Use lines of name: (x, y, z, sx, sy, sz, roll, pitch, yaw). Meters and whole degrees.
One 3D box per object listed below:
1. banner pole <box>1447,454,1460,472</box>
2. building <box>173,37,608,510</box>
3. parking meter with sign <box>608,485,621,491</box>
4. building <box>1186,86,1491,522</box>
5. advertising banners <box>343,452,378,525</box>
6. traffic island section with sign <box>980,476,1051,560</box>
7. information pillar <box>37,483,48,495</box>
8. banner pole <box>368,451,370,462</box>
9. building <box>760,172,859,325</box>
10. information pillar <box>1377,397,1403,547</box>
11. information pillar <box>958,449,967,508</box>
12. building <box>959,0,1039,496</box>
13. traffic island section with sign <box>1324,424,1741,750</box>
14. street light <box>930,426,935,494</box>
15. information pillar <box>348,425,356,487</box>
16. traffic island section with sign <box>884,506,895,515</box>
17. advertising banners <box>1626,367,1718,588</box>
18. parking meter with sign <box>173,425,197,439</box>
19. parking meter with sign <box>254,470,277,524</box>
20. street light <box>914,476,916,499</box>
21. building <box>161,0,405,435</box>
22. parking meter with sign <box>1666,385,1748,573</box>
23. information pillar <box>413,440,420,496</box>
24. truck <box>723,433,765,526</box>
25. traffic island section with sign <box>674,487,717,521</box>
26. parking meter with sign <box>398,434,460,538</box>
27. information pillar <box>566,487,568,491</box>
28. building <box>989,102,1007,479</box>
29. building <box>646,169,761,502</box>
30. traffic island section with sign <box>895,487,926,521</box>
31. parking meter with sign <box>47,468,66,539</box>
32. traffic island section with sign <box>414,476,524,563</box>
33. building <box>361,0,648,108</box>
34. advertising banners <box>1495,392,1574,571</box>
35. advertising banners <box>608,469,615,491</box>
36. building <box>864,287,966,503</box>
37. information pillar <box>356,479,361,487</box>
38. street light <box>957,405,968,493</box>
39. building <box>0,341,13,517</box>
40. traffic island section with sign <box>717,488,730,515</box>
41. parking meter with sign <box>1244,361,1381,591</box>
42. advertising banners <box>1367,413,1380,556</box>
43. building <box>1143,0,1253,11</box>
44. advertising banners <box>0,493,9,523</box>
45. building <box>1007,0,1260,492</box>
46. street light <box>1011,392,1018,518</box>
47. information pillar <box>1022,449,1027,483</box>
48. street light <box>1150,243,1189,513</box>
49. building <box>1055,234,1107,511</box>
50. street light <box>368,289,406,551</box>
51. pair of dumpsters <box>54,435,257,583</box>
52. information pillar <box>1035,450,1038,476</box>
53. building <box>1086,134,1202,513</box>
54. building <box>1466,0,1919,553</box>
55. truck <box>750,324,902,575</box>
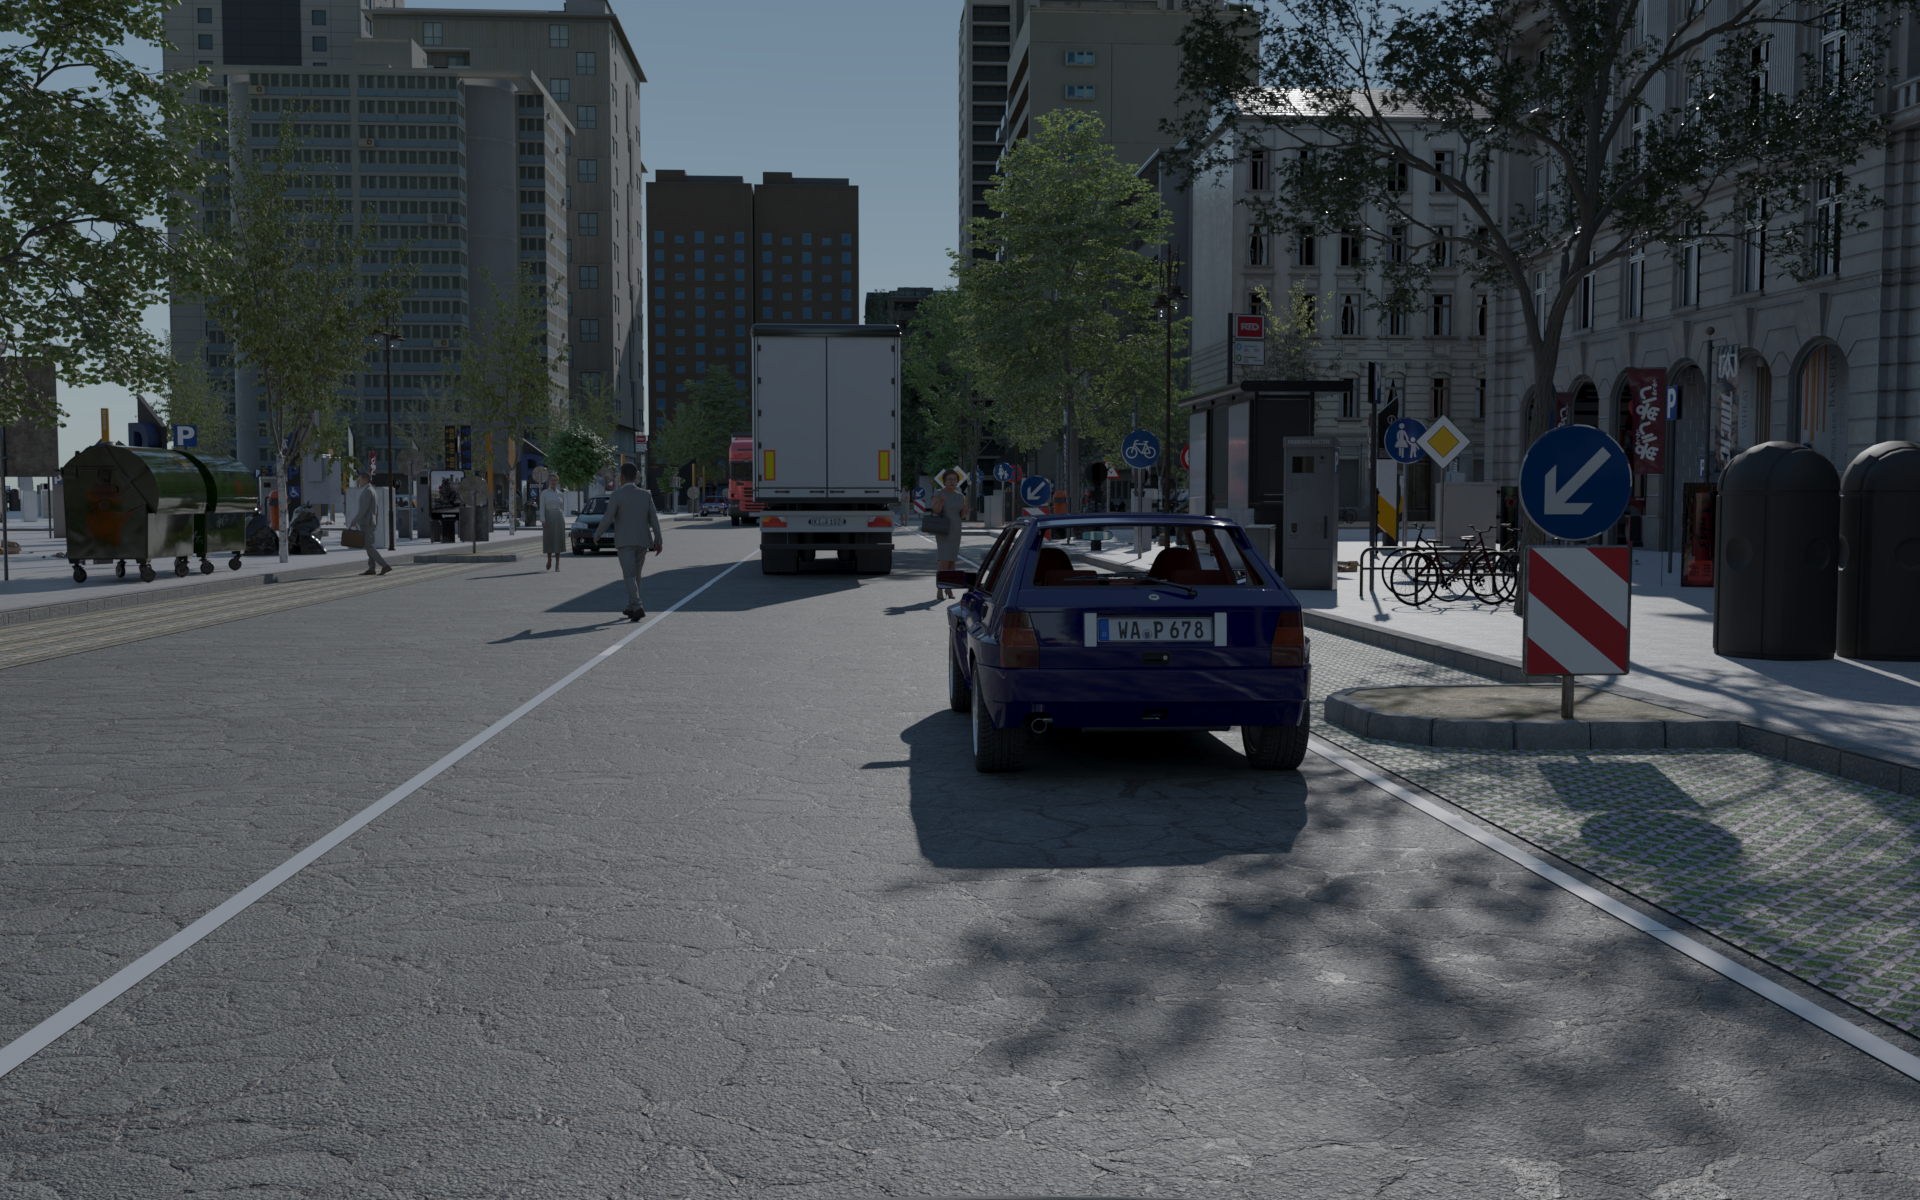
banner pole: (22.511, -5.456, 79.220, 0.863, 3.779, 0.401, -1, 4, -21)
building: (-47.847, -28.142, 152.008, 32.217, 40.220, 23.993, 0, 4, -4)
parking meter with sign: (-23.689, -7.589, 120.345, 1.738, 3.016, 0.543, 1, 4, 17)
building: (21.006, -14.421, 84.930, 18.267, 20.994, 9.793, 0, 4, -4)
advertising banners: (-24.492, -4.567, 70.850, 0.090, 3.025, 2.074, 1, 4, 22)
traffic island section with sign: (1.468, -1.785, 37.815, 1.989, 1.847, 2.006, 0, 4, -4)
information pillar: (-63.204, -7.025, 119.348, 0.304, 2.012, 0.304, -2, 4, -32)
banner pole: (-34.439, -6.815, 101.444, 0.401, 3.779, 0.863, 1, 4, 12)
building: (-21.356, -36.311, 243.798, 14.200, 45.320, 14.600, 0, 4, -4)
information pillar: (10.275, -3.075, 41.639, 0.504, 3.616, 0.183, 0, 4, -7)
information pillar: (0.130, -6.004, 89.521, 0.504, 3.616, 0.183, -1, 4, -18)
building: (10.643, -49.555, 248.474, 20.611, 71.187, 20.563, 0, 4, -4)
traffic island section with sign: (3.334, -0.120, 10.597, 1.989, 1.847, 2.006, 0, 4, -4)
street light: (-1.790, -8.712, 115.227, 0.468, 5.910, 1.993, 0, 4, -4)
information pillar: (-20.638, -4.128, 58.854, 0.183, 3.616, 0.504, -3, 4, -36)
traffic island section with sign: (-4.156, -6.832, 120.325, 1.989, 1.847, 2.006, 0, 4, -4)
advertising banners: (10.209, -1.685, 23.744, 2.074, 3.025, 0.090, 1, 4, 21)
parking meter with sign: (-19.902, -2.950, 44.499, 0.543, 3.016, 1.738, -2, 4, -26)
parking meter with sign: (-29.991, -4.821, 75.081, 1.738, 3.016, 0.543, -2, 4, -28)
street light: (-3.707, -10.364, 142.233, 0.468, 5.910, 1.993, 0, 4, -4)
building: (-73.816, -46.132, 192.516, 20.611, 71.187, 20.563, 0, 4, -4)
parking meter with sign: (12.346, -1.938, 27.952, 1.738, 3.016, 0.543, 0, 4, 5)
information pillar: (-23.412, -5.094, 74.634, 0.183, 3.616, 0.504, -3, 5, -45)
truck: (-9.291, -5.653, 81.337, 2.839, 4.237, 11.283, 0, 4, -3)
traffic island section with sign: (-14.142, -5.109, 92.156, 1.989, 1.847, 2.006, 0, 4, -4)
parking meter with sign: (-15.491, -3.317, 50.494, 1.738, 3.016, 0.543, -1, 4, -10)
information pillar: (-24.904, -7.236, 109.669, 0.183, 3.616, 0.504, -1, 4, -17)
building: (15.802, -35.140, 194.155, 23.786, 49.044, 30.456, 0, 4, -4)
building: (-35.752, -36.206, 242.085, 14.200, 45.320, 14.600, 0, 4, -4)
traffic island section with sign: (-2.328, -5.187, 93.432, 1.989, 1.847, 2.006, 0, 4, -4)
parking meter with sign: (-26.155, -3.328, 50.677, 0.543, 3.016, 1.738, 0, 4, 5)
traffic island section with sign: (-10.358, -1.719, 36.733, 1.989, 1.847, 2.006, 0, 4, -4)
building: (-49.513, -36.757, 190.217, 27.495, 52.752, 28.713, 0, 4, -4)
advertising banners: (9.744, -2.025, 29.292, 2.074, 3.025, 0.090, -3, 4, -37)
advertising banners: (-18.161, -5.955, 93.549, 2.074, 3.025, 0.090, 0, 4, 7)
building: (-6.466, -28.952, 245.067, 14.107, 30.474, 14.160, 0, 4, -4)
information pillar: (-27.278, -4.545, 78.810, 0.304, 2.012, 0.304, 2, 4, 35)
street light: (0.117, -7.026, 87.656, 0.468, 5.910, 1.993, 0, 4, -4)
building: (-35.261, -12.494, 40.428, 21.152, 22.565, 11.583, 0, 4, -4)
traffic island section with sign: (-15.965, -6.754, 119.050, 1.989, 1.847, 2.006, 0, 4, -4)
parking meter with sign: (4.713, -1.652, 23.264, 1.738, 3.016, 0.543, 1, 4, 22)
advertising banners: (8.798, -2.490, 36.898, 0.090, 3.025, 2.074, 0, 4, 8)
building: (31.487, -49.648, 249.989, 20.611, 71.187, 20.563, 0, 4, -4)
advertising banners: (-43.259, -4.916, 76.559, 2.074, 3.025, 0.090, -2, 4, -25)
building: (16.188, -33.300, 168.157, 21.300, 48.544, 21.600, 0, 4, -4)
street light: (1.950, -5.327, 59.879, 0.468, 5.910, 1.993, 0, 4, -4)
information pillar: (3.327, -5.996, 89.382, 0.183, 3.616, 0.504, -1, 4, -21)
street light: (3.861, -3.628, 32.111, 0.468, 5.910, 1.993, 0, 4, -4)
building: (13.349, -18.694, 134.524, 11.050, 23.489, 19.941, 0, 4, -4)
street light: (-12.892, -4.057, 39.116, 0.468, 5.910, 1.993, 0, 4, -4)
pair of dumpsters: (-12.430, -1.497, 26.962, 1.574, 2.255, 4.437, 0, 4, -4)
information pillar: (4.105, -6.226, 93.145, 0.183, 3.616, 0.504, 1, 4, 9)
building: (17.042, -17.777, 109.728, 14.314, 24.678, 30.058, 0, 4, -4)
building: (21.444, -11.957, 37.303, 13.314, 21.916, 24.055, 0, 4, -4)
truck: (-2.652, -2.770, 34.196, 2.839, 4.237, 11.283, 0, 4, -5)
